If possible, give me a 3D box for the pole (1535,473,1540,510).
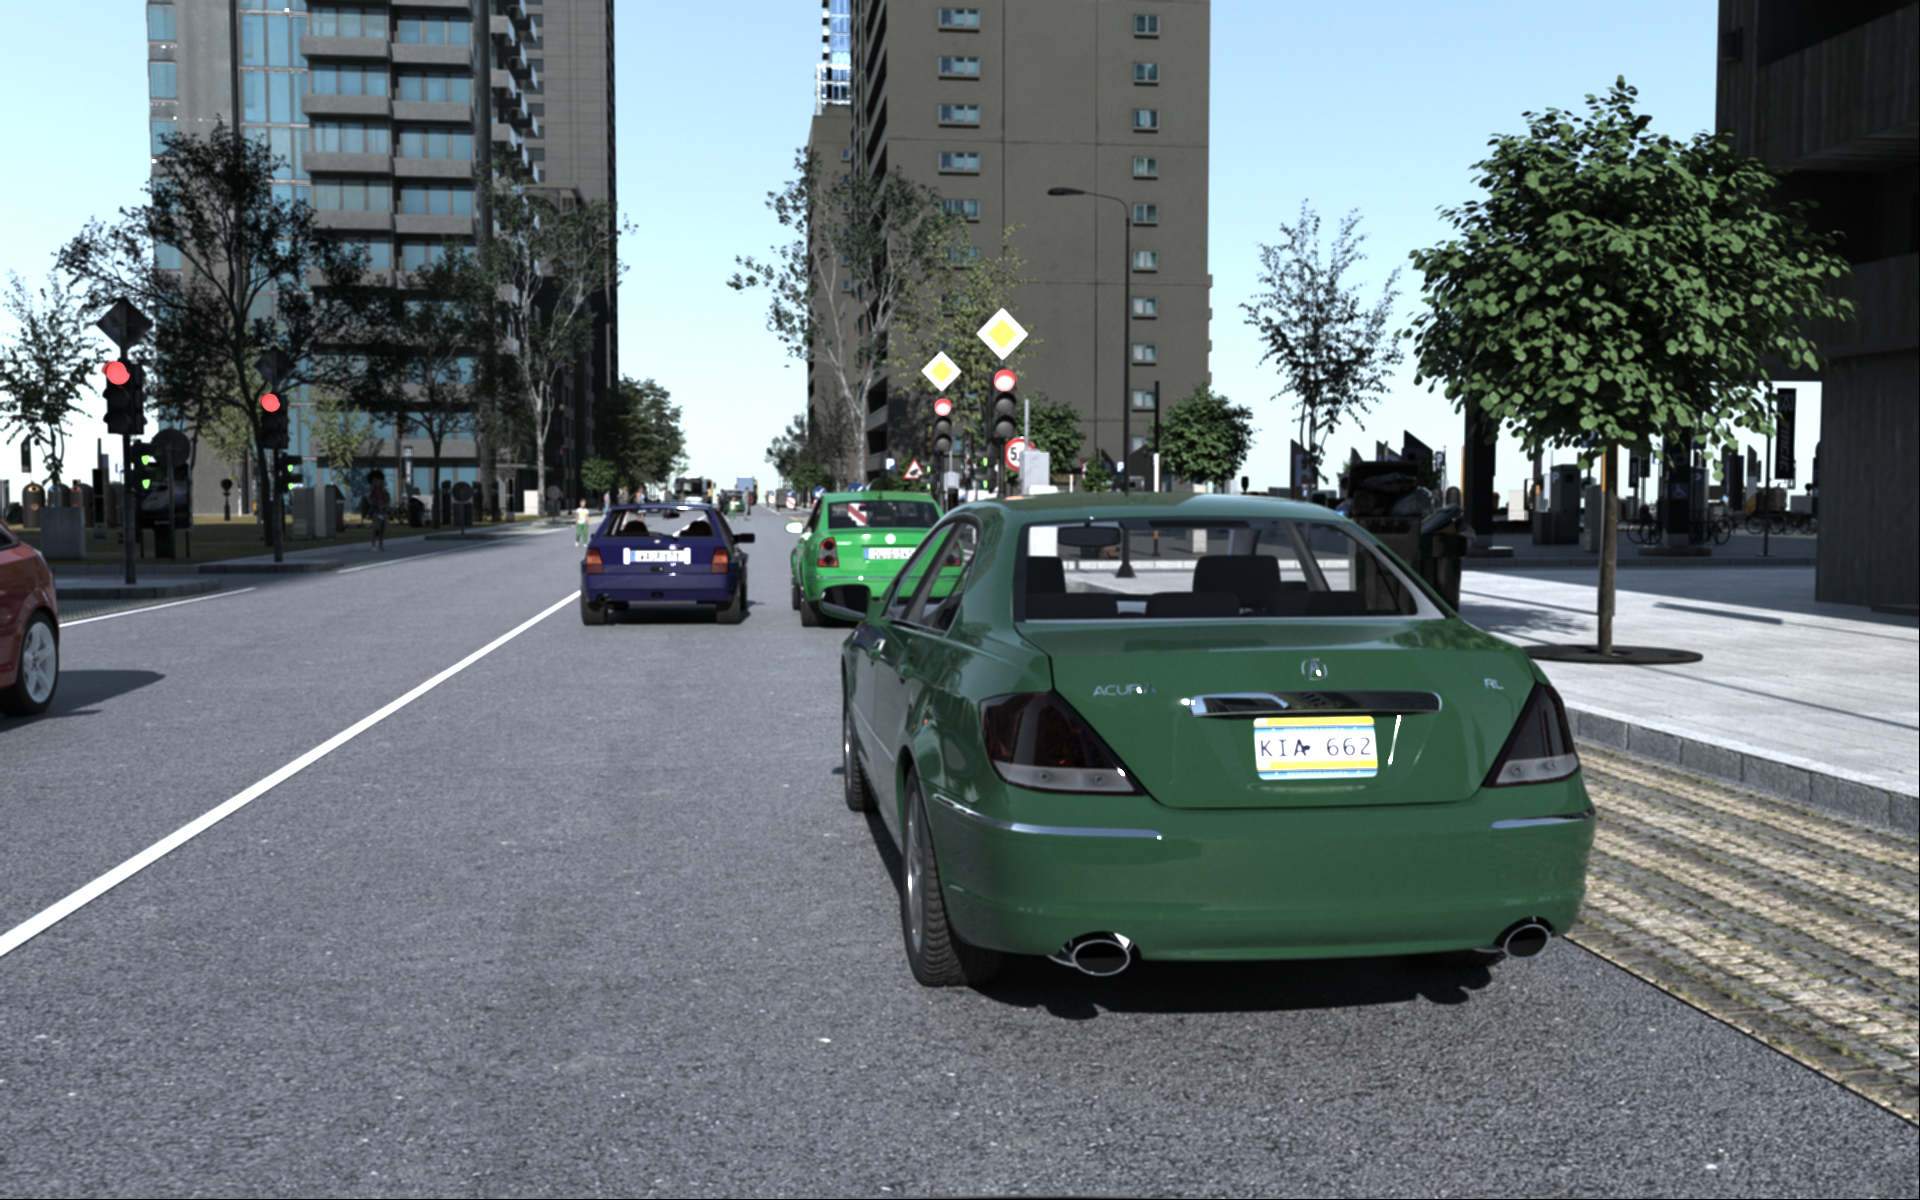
[{"bbox_3d":[23.937,-4.772,71.862,0.158,3.312,0.155,0,3,0],"label":"pole"}]

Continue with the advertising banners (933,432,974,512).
[{"bbox_3d":[-0.219,-3.266,49.580,0.090,3.025,2.074,-2,4,-35],"label":"advertising banners"}]

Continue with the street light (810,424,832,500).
[{"bbox_3d":[-9.107,-8.725,115.198,1.470,5.913,1.316,0,4,-7],"label":"street light"}]

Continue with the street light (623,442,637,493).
[{"bbox_3d":[-29.821,-11.135,154.597,1.470,5.913,1.316,0,4,-7],"label":"street light"}]

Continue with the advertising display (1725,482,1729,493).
[{"bbox_3d":[41.568,-5.401,93.518,0.974,1.923,0.123,-3,5,-43],"label":"advertising display"}]

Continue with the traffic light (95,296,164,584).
[{"bbox_3d":[-11.848,-2.186,24.661,0.839,4.253,0.868,0,4,-7],"label":"traffic light"}]

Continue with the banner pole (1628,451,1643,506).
[{"bbox_3d":[32.396,-5.676,82.821,0.863,3.779,0.401,1,4,12],"label":"banner pole"}]

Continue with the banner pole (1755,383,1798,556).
[{"bbox_3d":[16.969,-2.808,35.936,0.863,3.779,0.401,-1,4,-13],"label":"banner pole"}]

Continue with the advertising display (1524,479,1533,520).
[{"bbox_3d":[24.254,-4.177,73.514,0.974,1.923,0.123,-3,5,-41],"label":"advertising display"}]

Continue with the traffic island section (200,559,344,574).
[{"bbox_3d":[-12.889,-0.638,32.713,2.009,0.180,2.903,0,4,-7],"label":"traffic island section"}]

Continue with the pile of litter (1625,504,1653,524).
[{"bbox_3d":[28.941,-3.668,73.938,1.719,0.858,1.176,-2,4,-35],"label":"pile of litter"}]

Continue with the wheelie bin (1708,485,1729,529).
[{"bbox_3d":[27.496,-3.369,62.984,0.693,1.594,0.980,-3,5,-43],"label":"wheelie bin"}]

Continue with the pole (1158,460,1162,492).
[{"bbox_3d":[7.195,-4.208,62.646,0.158,3.312,0.155,0,3,0],"label":"pole"}]

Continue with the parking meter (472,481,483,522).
[{"bbox_3d":[-21.852,-4.450,78.465,0.399,1.863,0.255,1,4,13],"label":"parking meter"}]

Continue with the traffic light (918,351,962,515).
[{"bbox_3d":[-0.387,-2.767,34.167,0.839,4.253,0.868,0,4,-7],"label":"traffic light"}]

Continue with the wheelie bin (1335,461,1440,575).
[{"bbox_3d":[4.078,-0.528,16.539,0.980,1.594,0.693,0,4,5],"label":"wheelie bin"}]

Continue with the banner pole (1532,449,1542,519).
[{"bbox_3d":[20.347,-4.346,61.077,0.401,3.779,0.863,0,4,-4],"label":"banner pole"}]

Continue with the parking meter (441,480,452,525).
[{"bbox_3d":[-21.647,-4.115,72.986,0.255,1.863,0.399,1,4,18],"label":"parking meter"}]

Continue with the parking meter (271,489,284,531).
[{"bbox_3d":[-23.637,-3.155,59.991,0.372,1.533,0.369,0,3,0],"label":"parking meter"}]

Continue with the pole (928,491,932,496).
[{"bbox_3d":[-1.021,-4.063,60.273,0.158,3.312,0.155,0,3,0],"label":"pole"}]

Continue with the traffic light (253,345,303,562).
[{"bbox_3d":[-12.848,-2.670,32.583,0.839,4.253,0.868,0,4,-7],"label":"traffic light"}]

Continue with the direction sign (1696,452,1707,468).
[{"bbox_3d":[39.659,-6.169,92.858,0.876,3.537,0.379,-1,4,-23],"label":"direction sign"}]

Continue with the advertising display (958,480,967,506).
[{"bbox_3d":[-0.138,-4.364,76.567,0.974,1.923,0.123,2,4,30],"label":"advertising display"}]

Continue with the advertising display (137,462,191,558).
[{"bbox_3d":[-16.007,-1.812,34.833,0.974,1.923,0.123,-1,4,-15],"label":"advertising display"}]

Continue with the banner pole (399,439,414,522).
[{"bbox_3d":[-25.334,-5.452,79.153,0.401,3.779,0.863,3,5,41],"label":"banner pole"}]

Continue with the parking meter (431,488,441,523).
[{"bbox_3d":[-22.908,-4.118,75.735,0.372,1.533,0.369,0,3,0],"label":"parking meter"}]

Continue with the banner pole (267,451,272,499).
[{"bbox_3d":[-40.477,-6.824,101.589,0.401,3.779,0.863,-3,5,-44],"label":"banner pole"}]

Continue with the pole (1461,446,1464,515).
[{"bbox_3d":[21.320,-4.860,73.310,0.158,3.312,0.155,0,3,0],"label":"pole"}]

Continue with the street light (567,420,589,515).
[{"bbox_3d":[-23.875,-8.306,108.349,1.470,5.913,1.316,0,4,-7],"label":"street light"}]

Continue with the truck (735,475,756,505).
[{"bbox_3d":[-29.248,-15.040,235.663,2.967,4.110,18.799,0,4,-6],"label":"truck"}]

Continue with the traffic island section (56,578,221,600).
[{"bbox_3d":[-11.889,-0.153,24.790,2.009,0.180,2.903,0,4,-7],"label":"traffic island section"}]

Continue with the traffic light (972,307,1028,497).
[{"bbox_3d":[0.613,-2.283,26.245,0.839,4.253,0.868,0,4,-7],"label":"traffic light"}]

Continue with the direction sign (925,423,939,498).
[{"bbox_3d":[-0.848,-3.854,55.008,0.379,3.537,0.876,-2,4,-35],"label":"direction sign"}]

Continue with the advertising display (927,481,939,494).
[{"bbox_3d":[-1.232,-4.942,86.009,0.974,1.923,0.123,-3,4,-37],"label":"advertising display"}]

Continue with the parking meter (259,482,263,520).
[{"bbox_3d":[-34.331,-4.852,85.039,0.255,1.863,0.399,0,4,3],"label":"parking meter"}]

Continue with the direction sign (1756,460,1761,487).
[{"bbox_3d":[53.604,-7.619,116.572,0.379,3.537,0.876,-1,4,-11],"label":"direction sign"}]

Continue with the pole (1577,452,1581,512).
[{"bbox_3d":[30.043,-5.520,84.091,0.158,3.312,0.155,0,3,0],"label":"pole"}]

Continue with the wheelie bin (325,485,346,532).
[{"bbox_3d":[-21.212,-3.090,58.423,0.693,1.594,0.980,1,4,13],"label":"wheelie bin"}]

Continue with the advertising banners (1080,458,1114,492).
[{"bbox_3d":[6.805,-5.343,83.547,2.074,3.025,0.090,0,4,-1],"label":"advertising banners"}]

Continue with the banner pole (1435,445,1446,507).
[{"bbox_3d":[24.741,-6.061,89.112,0.863,3.779,0.401,-2,4,-26],"label":"banner pole"}]

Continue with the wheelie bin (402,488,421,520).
[{"bbox_3d":[-26.732,-4.683,84.468,0.980,1.594,0.693,-3,4,-36],"label":"wheelie bin"}]

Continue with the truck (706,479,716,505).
[{"bbox_3d":[-33.615,-14.067,225.916,3.469,3.379,9.791,-1,4,-8],"label":"truck"}]

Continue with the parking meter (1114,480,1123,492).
[{"bbox_3d":[6.659,-4.080,72.419,0.399,1.863,0.255,1,4,18],"label":"parking meter"}]

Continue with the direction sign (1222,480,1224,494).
[{"bbox_3d":[8.696,-3.990,57.238,0.379,3.537,0.876,1,4,19],"label":"direction sign"}]

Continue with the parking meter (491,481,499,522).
[{"bbox_3d":[-21.167,-4.475,78.869,0.255,1.863,0.399,0,4,0],"label":"parking meter"}]

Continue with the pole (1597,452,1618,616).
[{"bbox_3d":[6.818,-1.489,18.181,0.158,3.312,0.155,0,3,0],"label":"pole"}]

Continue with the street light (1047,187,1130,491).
[{"bbox_3d":[2.014,-3.295,26.408,1.470,5.913,1.316,0,4,-7],"label":"street light"}]

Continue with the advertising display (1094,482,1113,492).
[{"bbox_3d":[6.382,-4.451,77.988,0.974,1.923,0.123,-1,4,-12],"label":"advertising display"}]

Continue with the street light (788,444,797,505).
[{"bbox_3d":[-15.079,-11.575,161.793,1.470,5.913,1.316,0,4,-7],"label":"street light"}]

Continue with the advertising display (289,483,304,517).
[{"bbox_3d":[-37.757,-5.712,98.605,0.123,1.923,0.974,2,4,26],"label":"advertising display"}]

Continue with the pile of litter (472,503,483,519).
[{"bbox_3d":[-25.695,-4.691,90.657,1.176,0.858,1.719,-3,5,-39],"label":"pile of litter"}]

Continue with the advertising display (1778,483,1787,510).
[{"bbox_3d":[48.313,-5.906,101.776,0.974,1.923,0.123,-3,5,-40],"label":"advertising display"}]

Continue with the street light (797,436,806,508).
[{"bbox_3d":[-12.064,-10.150,138.494,1.470,5.913,1.316,0,4,-7],"label":"street light"}]

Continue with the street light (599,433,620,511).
[{"bbox_3d":[-26.777,-9.725,131.550,1.470,5.913,1.316,0,4,-7],"label":"street light"}]

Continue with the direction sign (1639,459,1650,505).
[{"bbox_3d":[32.205,-5.473,81.479,0.876,3.537,0.379,-3,4,-38],"label":"direction sign"}]

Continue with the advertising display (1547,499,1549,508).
[{"bbox_3d":[28.485,-4.890,85.166,0.974,1.923,0.123,-1,4,-13],"label":"advertising display"}]

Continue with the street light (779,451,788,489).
[{"bbox_3d":[-19.506,-13.741,197.208,1.470,5.913,1.316,0,4,-7],"label":"street light"}]

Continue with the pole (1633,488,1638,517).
[{"bbox_3d":[34.891,-5.842,89.360,0.158,3.312,0.155,0,3,0],"label":"pole"}]
